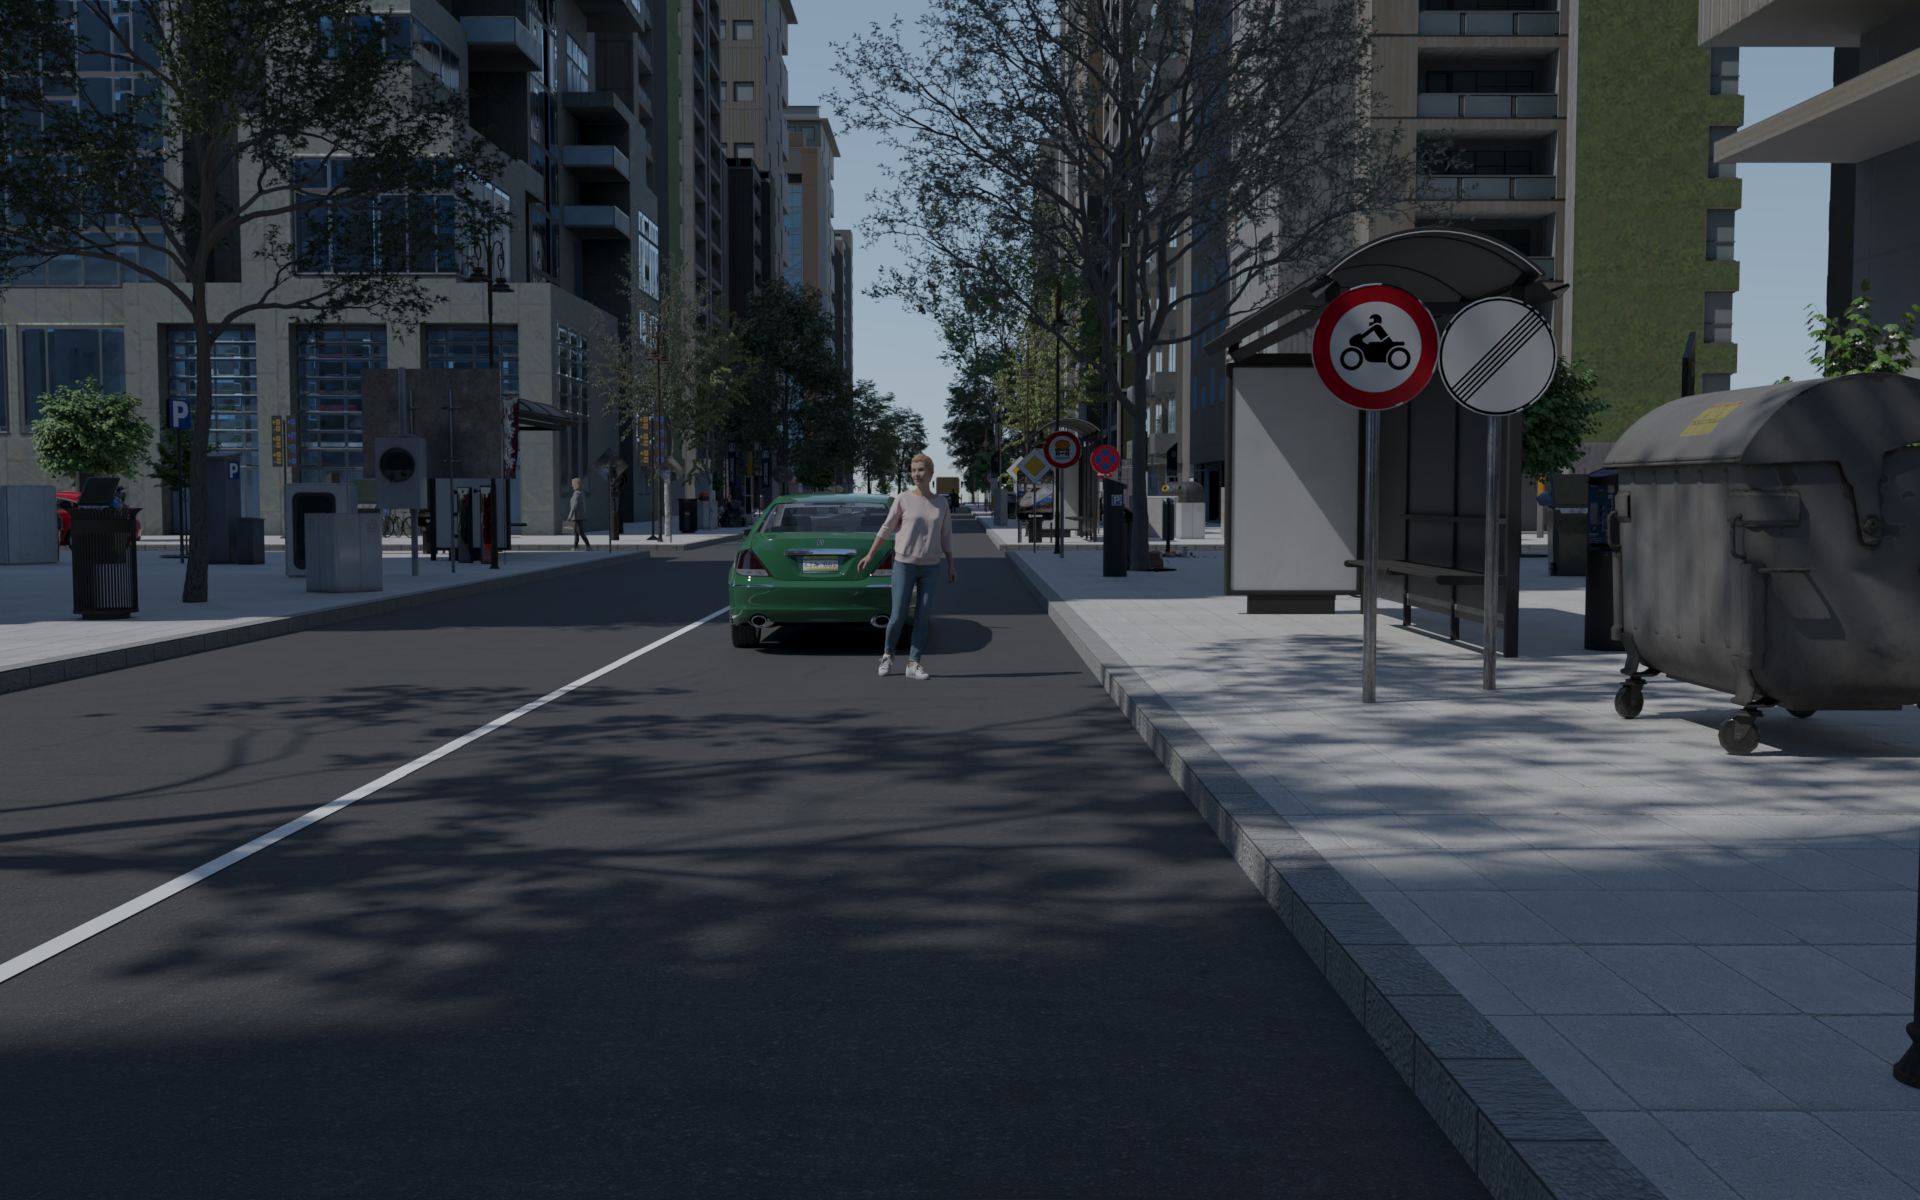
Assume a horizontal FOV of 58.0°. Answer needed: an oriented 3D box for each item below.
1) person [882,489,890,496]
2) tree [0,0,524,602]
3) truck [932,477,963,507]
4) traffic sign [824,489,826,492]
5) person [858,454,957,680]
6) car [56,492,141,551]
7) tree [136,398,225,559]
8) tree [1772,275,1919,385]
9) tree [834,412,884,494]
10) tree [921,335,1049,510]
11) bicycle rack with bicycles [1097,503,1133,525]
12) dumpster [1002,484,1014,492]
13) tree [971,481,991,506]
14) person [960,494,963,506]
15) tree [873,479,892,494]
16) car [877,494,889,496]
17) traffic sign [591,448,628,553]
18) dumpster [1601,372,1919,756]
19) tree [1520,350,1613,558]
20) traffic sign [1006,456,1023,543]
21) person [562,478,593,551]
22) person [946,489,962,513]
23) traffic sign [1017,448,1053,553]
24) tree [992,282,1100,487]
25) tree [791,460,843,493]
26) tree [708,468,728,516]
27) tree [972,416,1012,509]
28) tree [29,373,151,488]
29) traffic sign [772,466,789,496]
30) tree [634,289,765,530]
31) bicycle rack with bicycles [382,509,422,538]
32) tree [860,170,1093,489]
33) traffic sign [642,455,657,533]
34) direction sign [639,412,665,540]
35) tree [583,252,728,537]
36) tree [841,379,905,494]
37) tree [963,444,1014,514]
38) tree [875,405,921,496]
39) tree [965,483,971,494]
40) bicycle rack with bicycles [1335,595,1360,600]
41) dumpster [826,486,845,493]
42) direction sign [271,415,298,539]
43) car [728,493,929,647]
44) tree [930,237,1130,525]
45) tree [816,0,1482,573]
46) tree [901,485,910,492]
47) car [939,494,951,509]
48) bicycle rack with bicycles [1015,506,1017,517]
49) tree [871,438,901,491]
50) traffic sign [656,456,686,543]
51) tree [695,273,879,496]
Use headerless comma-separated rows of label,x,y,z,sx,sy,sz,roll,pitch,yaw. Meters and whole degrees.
person,-5.728,-7.573,132.458,1.348,1.807,0.705,-1,4,-19
tree,-8.773,-5.259,20.396,7.601,10.594,8.767,-2,4,-27
truck,-1.352,-11.942,191.181,3.469,3.379,9.791,0,4,-1
traffic sign,-9.358,-7.337,120.058,0.768,2.556,0.104,0,4,5
person,-0.455,-0.264,13.493,0.731,1.740,0.598,-2,4,-27
car,-22.062,-1.983,41.464,4.494,1.783,2.155,0,4,0
tree,-15.678,-2.456,34.752,1.663,3.219,1.824,0,3,0
tree,8.092,-1.271,15.379,1.663,3.219,1.824,0,3,0
tree,-9.341,-11.812,143.485,4.737,8.622,4.395,0,3,0
tree,2.669,-14.145,137.921,9.857,13.997,8.962,0,3,0
bicycle rack with bicycles,6.172,-3.656,73.154,2.852,0.926,2.925,-3,4,-38
dumpster,3.551,-7.097,118.537,1.502,2.255,1.985,0,3,0
tree,2.668,-12.138,193.054,1.663,3.219,1.824,0,3,0
person,0.104,-12.364,213.875,0.599,1.433,0.991,-1,4,-18
tree,-8.516,-11.677,185.527,1.663,3.219,1.824,0,3,0
car,-5.446,-6.398,116.412,2.131,1.459,4.920,0,4,0
traffic sign,-7.579,-2.070,37.489,0.795,2.450,0.064,0,3,0
dumpster,4.331,-0.207,9.140,1.264,1.857,1.865,0,4,0
tree,11.585,-3.168,35.514,4.285,4.588,4.351,0,3,0
traffic sign,1.599,-2.558,45.473,0.795,2.450,0.064,0,3,0
person,-8.933,-1.945,40.489,0.728,1.800,0.709,1,4,11
person,-0.502,-7.518,131.449,1.348,1.821,0.705,0,4,-1
traffic sign,1.615,-2.070,37.488,0.795,2.450,0.064,0,3,0
tree,2.878,-6.764,60.960,4.737,8.622,4.395,0,3,0
tree,-8.467,-7.237,102.045,4.285,4.588,4.351,0,3,0
tree,-14.021,-6.414,99.475,1.663,3.219,1.824,0,3,0
tree,2.935,-13.609,172.864,4.360,8.622,3.978,0,3,0
tree,-23.605,-3.877,47.097,4.285,4.588,4.351,0,3,0
traffic sign,-8.028,-4.727,77.385,0.768,2.556,0.104,0,4,6
tree,-9.134,-6.803,61.587,4.737,8.622,4.395,0,3,0
bicycle rack with bicycles,-16.613,-2.329,51.461,2.852,0.926,2.925,-3,4,-37
tree,0.958,-15.031,101.650,12.611,20.169,13.585,0,3,0
traffic sign,-10.087,-3.474,56.912,0.768,2.556,0.104,0,4,5
direction sign,-8.532,-3.428,48.047,0.876,3.537,0.379,2,4,27
tree,-9.061,-6.214,51.968,4.360,8.622,3.978,0,3,0
tree,-9.174,-15.460,170.896,7.486,12.596,7.792,0,3,0
tree,2.221,-7.856,112.165,4.285,4.588,4.351,0,3,0
tree,-8.548,-20.760,246.084,9.857,13.997,8.962,0,3,0
tree,1.522,-15.554,248.901,1.663,3.219,1.824,0,3,0
bicycle rack with bicycles,5.462,-0.516,21.816,2.925,0.926,2.852,1,4,14
dumpster,-8.507,-6.875,118.169,1.264,1.857,1.865,0,3,0
direction sign,-19.411,-3.537,49.821,0.876,3.537,0.379,1,4,21
car,-1.233,-0.356,17.625,2.131,1.459,4.920,0,3,0
tree,2.940,-8.904,71.338,9.928,11.665,9.643,0,3,0
tree,2.887,-7.221,28.427,12.009,13.543,11.850,0,3,0
tree,-8.753,-17.339,278.094,1.663,3.219,1.824,0,3,0
car,-1.609,-9.581,168.653,2.014,1.417,4.499,0,4,1
bicycle rack with bicycles,3.409,-5.138,97.393,2.925,0.926,2.852,-1,4,-10
tree,-9.152,-15.874,209.895,4.360,8.622,3.978,0,3,0
traffic sign,-7.596,-2.559,45.474,0.795,2.450,0.064,0,3,0
tree,-8.992,-10.570,89.825,9.611,12.733,9.660,0,3,0
